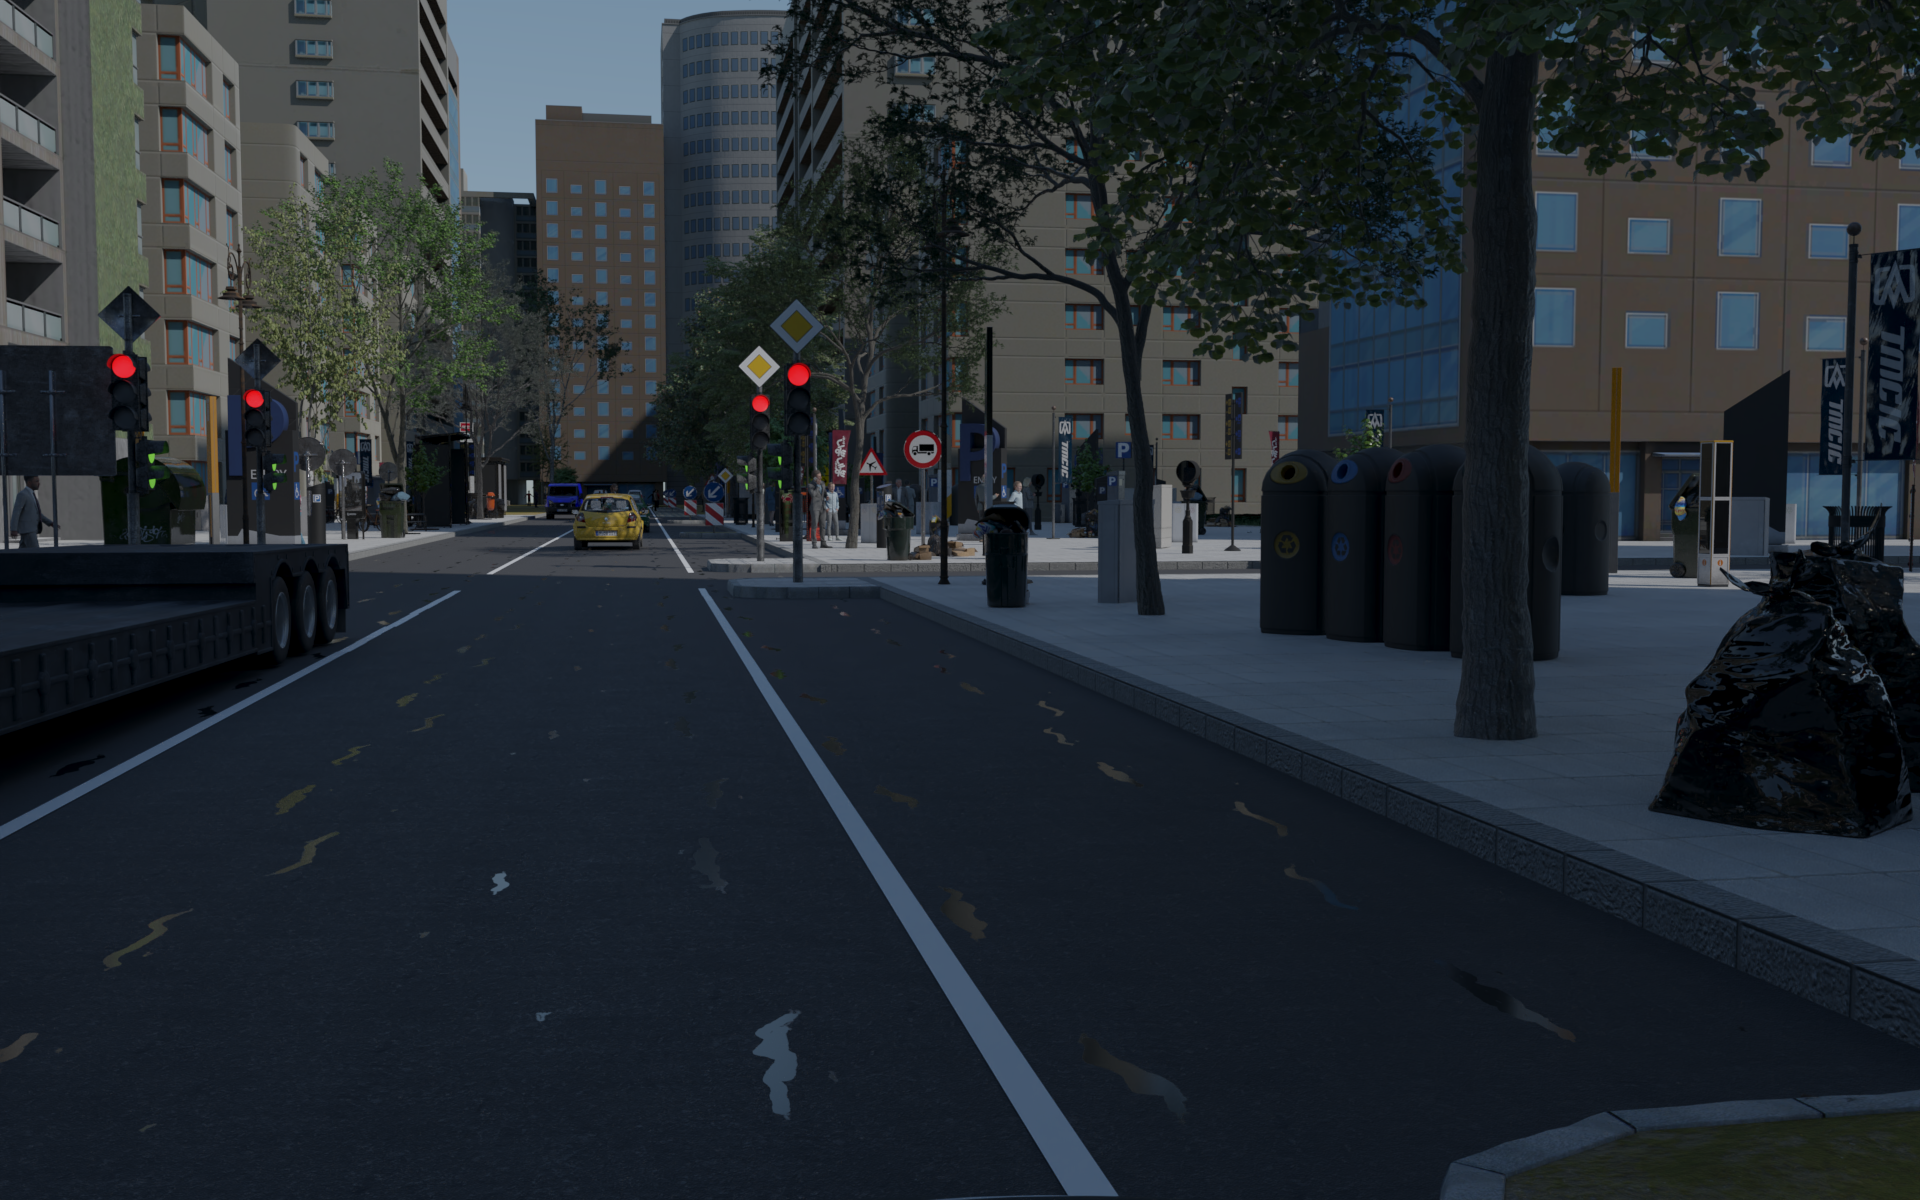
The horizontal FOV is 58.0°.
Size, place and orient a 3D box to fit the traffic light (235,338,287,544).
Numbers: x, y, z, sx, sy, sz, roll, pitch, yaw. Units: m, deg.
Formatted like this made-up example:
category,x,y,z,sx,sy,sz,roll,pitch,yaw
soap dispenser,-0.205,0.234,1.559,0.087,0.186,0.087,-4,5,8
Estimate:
category,x,y,z,sx,sy,sz,roll,pitch,yaw
traffic light,-12.632,-2.590,31.271,0.839,4.253,0.868,-1,4,-10

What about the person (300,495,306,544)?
category,x,y,z,sx,sy,sz,roll,pitch,yaw
person,-14.599,-1.904,38.005,0.643,1.720,0.563,-3,5,-40

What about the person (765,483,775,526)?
category,x,y,z,sx,sy,sz,roll,pitch,yaw
person,-7.573,-3.873,69.386,0.581,1.822,0.654,2,4,27

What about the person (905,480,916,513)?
category,x,y,z,sx,sy,sz,roll,pitch,yaw
person,-1.866,-3.456,62.726,0.511,1.800,0.466,0,4,1

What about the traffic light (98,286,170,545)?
category,x,y,z,sx,sy,sz,roll,pitch,yaw
traffic light,-11.183,-2.110,23.418,0.839,4.253,0.868,-1,4,-10

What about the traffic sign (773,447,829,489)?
category,x,y,z,sx,sy,sz,roll,pitch,yaw
traffic sign,-6.190,-4.531,67.956,2.265,3.308,0.079,0,4,-4

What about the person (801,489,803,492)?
category,x,y,z,sx,sy,sz,roll,pitch,yaw
person,-10.885,-6.938,119.416,0.705,1.831,1.348,-1,4,-12

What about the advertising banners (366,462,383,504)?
category,x,y,z,sx,sy,sz,roll,pitch,yaw
advertising banners,-31.918,-6.001,94.300,0.090,3.025,2.074,1,4,18

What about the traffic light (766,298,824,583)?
category,x,y,z,sx,sy,sz,roll,pitch,yaw
traffic light,-2.373,-2.210,25.053,0.839,4.253,0.868,-1,4,-10

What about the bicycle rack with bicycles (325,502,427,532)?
category,x,y,z,sx,sy,sz,roll,pitch,yaw
bicycle rack with bicycles,-19.577,-2.764,58.578,2.852,0.926,2.925,2,4,24

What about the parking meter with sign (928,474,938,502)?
category,x,y,z,sx,sy,sz,roll,pitch,yaw
parking meter with sign,-0.920,-4.153,64.165,0.543,3.016,1.738,1,4,12

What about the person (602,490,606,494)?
category,x,y,z,sx,sy,sz,roll,pitch,yaw
person,-30.045,-8.405,146.059,0.705,1.807,1.348,-3,5,-40

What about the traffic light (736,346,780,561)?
category,x,y,z,sx,sy,sz,roll,pitch,yaw
traffic light,-3.821,-2.690,32.906,0.839,4.253,0.868,-1,4,-10

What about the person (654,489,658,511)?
category,x,y,z,sx,sy,sz,roll,pitch,yaw
person,-25.235,-8.275,143.798,0.705,1.823,1.348,0,4,-3

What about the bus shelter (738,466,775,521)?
category,x,y,z,sx,sy,sz,roll,pitch,yaw
bus shelter,-10.123,-5.638,86.109,2.014,3.302,5.546,-1,4,-10

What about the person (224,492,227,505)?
category,x,y,z,sx,sy,sz,roll,pitch,yaw
person,-26.678,-3.501,63.463,0.419,1.800,0.721,1,4,13

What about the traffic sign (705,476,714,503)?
category,x,y,z,sx,sy,sz,roll,pitch,yaw
traffic sign,-15.062,-6.441,105.318,0.884,2.594,0.081,0,4,-2

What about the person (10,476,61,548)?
category,x,y,z,sx,sy,sz,roll,pitch,yaw
person,-14.664,-1.131,27.266,0.850,1.792,0.678,-1,4,-10

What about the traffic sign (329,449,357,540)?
category,x,y,z,sx,sy,sz,roll,pitch,yaw
traffic sign,-17.323,-2.969,48.644,0.768,2.556,0.104,0,4,-6

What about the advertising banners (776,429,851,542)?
category,x,y,z,sx,sy,sz,roll,pitch,yaw
advertising banners,-3.950,-3.096,46.799,2.074,3.025,0.090,-1,4,-17

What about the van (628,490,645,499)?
category,x,y,z,sx,sy,sz,roll,pitch,yaw
van,-33.620,-10.542,179.368,2.013,2.044,4.112,-1,4,-9

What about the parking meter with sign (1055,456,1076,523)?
category,x,y,z,sx,sy,sz,roll,pitch,yaw
parking meter with sign,4.819,-4.908,76.500,0.543,3.016,1.738,3,5,39

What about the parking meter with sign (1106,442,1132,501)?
category,x,y,z,sx,sy,sz,roll,pitch,yaw
parking meter with sign,5.113,-3.725,57.163,0.543,3.016,1.738,2,4,25

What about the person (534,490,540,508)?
category,x,y,z,sx,sy,sz,roll,pitch,yaw
person,-39.800,-9.580,163.129,0.568,1.767,0.683,-1,4,-12

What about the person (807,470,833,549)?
category,x,y,z,sx,sy,sz,roll,pitch,yaw
person,-3.269,-2.132,40.705,0.447,1.846,0.655,3,5,40

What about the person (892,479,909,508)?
category,x,y,z,sx,sy,sz,roll,pitch,yaw
person,-1.948,-3.033,56.027,0.661,1.777,0.834,-1,4,-9

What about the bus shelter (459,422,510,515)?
category,x,y,z,sx,sy,sz,roll,pitch,yaw
bus shelter,-27.237,-7.440,99.270,2.179,5.291,8.768,-1,4,-10

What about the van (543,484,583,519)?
category,x,y,z,sx,sy,sz,roll,pitch,yaw
van,-22.768,-5.831,99.713,2.240,2.365,5.245,-1,4,-10

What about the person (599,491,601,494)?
category,x,y,z,sx,sy,sz,roll,pitch,yaw
person,-35.143,-9.780,169.118,1.217,1.735,0.721,0,4,3

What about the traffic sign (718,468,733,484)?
category,x,y,z,sx,sy,sz,roll,pitch,yaw
traffic sign,-11.732,-5.328,86.841,0.795,2.593,0.064,-1,4,-9

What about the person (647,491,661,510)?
category,x,y,z,sx,sy,sz,roll,pitch,yaw
person,-26.746,-8.683,151.282,1.217,1.723,0.721,0,4,2

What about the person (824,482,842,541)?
category,x,y,z,sx,sy,sz,roll,pitch,yaw
person,-3.531,-2.427,47.538,0.589,1.601,0.330,-2,4,-28

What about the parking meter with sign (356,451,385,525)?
category,x,y,z,sx,sy,sz,roll,pitch,yaw
parking meter with sign,-23.994,-4.586,71.247,0.543,3.016,1.738,1,4,22

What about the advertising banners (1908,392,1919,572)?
category,x,y,z,sx,sy,sz,roll,pitch,yaw
advertising banners,15.836,-1.992,28.756,0.090,3.025,2.074,2,4,28

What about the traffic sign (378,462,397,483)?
category,x,y,z,sx,sy,sz,roll,pitch,yaw
traffic sign,-22.671,-4.198,68.737,0.768,2.556,0.104,-1,4,-8

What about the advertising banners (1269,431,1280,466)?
category,x,y,z,sx,sy,sz,roll,pitch,yaw
advertising banners,9.229,-3.205,48.582,0.090,3.025,2.074,3,5,44

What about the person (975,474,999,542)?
category,x,y,z,sx,sy,sz,roll,pitch,yaw
person,0.715,-2.435,46.023,0.590,1.801,0.661,-3,5,-41

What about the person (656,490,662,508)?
category,x,y,z,sx,sy,sz,roll,pitch,yaw
person,-28.315,-9.419,162.442,0.705,1.831,1.348,-2,4,-34

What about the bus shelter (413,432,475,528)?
category,x,y,z,sx,sy,sz,roll,pitch,yaw
bus shelter,-20.268,-4.709,68.275,1.731,3.624,6.357,-1,4,-10

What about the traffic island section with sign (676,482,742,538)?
category,x,y,z,sx,sy,sz,roll,pitch,yaw
traffic island section with sign,-8.295,-2.986,57.451,1.989,1.847,2.006,-1,4,-10

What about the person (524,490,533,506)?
category,x,y,z,sx,sy,sz,roll,pitch,yaw
person,-45.505,-10.675,182.972,1.348,1.831,0.705,-3,5,-42

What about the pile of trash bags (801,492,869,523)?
category,x,y,z,sx,sy,sz,roll,pitch,yaw
pile of trash bags,-5.603,-4.186,78.188,3.447,1.369,1.912,0,4,1

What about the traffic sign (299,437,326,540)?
category,x,y,z,sx,sy,sz,roll,pitch,yaw
traffic sign,-14.493,-2.349,38.516,0.768,2.556,0.104,0,4,-6

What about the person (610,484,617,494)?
category,x,y,z,sx,sy,sz,roll,pitch,yaw
person,-11.826,-3.133,59.998,0.573,1.790,0.520,0,4,-7

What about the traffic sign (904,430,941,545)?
category,x,y,z,sx,sy,sz,roll,pitch,yaw
traffic sign,-0.734,-2.100,34.439,0.768,2.556,0.104,0,4,-3

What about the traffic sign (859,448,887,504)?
category,x,y,z,sx,sy,sz,roll,pitch,yaw
traffic sign,-2.479,-2.970,48.564,0.884,2.594,0.081,0,4,-3

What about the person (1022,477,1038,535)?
category,x,y,z,sx,sy,sz,roll,pitch,yaw
person,2.163,-2.921,53.981,0.526,1.800,0.537,0,3,0

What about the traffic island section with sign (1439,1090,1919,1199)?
category,x,y,z,sx,sy,sz,roll,pitch,yaw
traffic island section with sign,1.831,0.367,2.631,1.989,1.847,2.006,-1,4,-10

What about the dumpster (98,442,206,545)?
category,x,y,z,sx,sy,sz,roll,pitch,yaw
dumpster,-14.918,-1.800,31.927,1.502,2.255,1.985,-1,4,-11

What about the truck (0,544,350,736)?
category,x,y,z,sx,sy,sz,roll,pitch,yaw
truck,-5.732,-1.097,7.703,2.967,4.110,18.799,-1,4,-9

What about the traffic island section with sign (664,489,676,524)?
category,x,y,z,sx,sy,sz,roll,pitch,yaw
traffic island section with sign,-13.317,-4.652,84.694,1.989,1.847,2.006,-1,4,-10

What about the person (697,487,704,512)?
category,x,y,z,sx,sy,sz,roll,pitch,yaw
person,-18.381,-7.233,124.316,1.348,1.823,0.705,3,5,44

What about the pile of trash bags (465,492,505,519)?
category,x,y,z,sx,sy,sz,roll,pitch,yaw
pile of trash bags,-24.931,-4.983,91.220,1.912,1.369,3.447,-2,4,-25

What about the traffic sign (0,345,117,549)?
category,x,y,z,sx,sy,sz,roll,pitch,yaw
traffic sign,-12.749,-1.825,23.714,2.265,3.308,0.079,0,4,-7

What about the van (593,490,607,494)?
category,x,y,z,sx,sy,sz,roll,pitch,yaw
van,-36.776,-10.408,177.177,2.013,2.044,4.112,-1,4,-12

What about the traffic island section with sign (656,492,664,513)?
category,x,y,z,sx,sy,sz,roll,pitch,yaw
traffic island section with sign,-22.243,-7.613,133.100,1.989,1.847,2.006,-1,4,-10

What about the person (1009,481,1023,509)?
category,x,y,z,sx,sy,sz,roll,pitch,yaw
person,1.443,-2.185,43.575,0.330,1.601,0.589,3,5,41
